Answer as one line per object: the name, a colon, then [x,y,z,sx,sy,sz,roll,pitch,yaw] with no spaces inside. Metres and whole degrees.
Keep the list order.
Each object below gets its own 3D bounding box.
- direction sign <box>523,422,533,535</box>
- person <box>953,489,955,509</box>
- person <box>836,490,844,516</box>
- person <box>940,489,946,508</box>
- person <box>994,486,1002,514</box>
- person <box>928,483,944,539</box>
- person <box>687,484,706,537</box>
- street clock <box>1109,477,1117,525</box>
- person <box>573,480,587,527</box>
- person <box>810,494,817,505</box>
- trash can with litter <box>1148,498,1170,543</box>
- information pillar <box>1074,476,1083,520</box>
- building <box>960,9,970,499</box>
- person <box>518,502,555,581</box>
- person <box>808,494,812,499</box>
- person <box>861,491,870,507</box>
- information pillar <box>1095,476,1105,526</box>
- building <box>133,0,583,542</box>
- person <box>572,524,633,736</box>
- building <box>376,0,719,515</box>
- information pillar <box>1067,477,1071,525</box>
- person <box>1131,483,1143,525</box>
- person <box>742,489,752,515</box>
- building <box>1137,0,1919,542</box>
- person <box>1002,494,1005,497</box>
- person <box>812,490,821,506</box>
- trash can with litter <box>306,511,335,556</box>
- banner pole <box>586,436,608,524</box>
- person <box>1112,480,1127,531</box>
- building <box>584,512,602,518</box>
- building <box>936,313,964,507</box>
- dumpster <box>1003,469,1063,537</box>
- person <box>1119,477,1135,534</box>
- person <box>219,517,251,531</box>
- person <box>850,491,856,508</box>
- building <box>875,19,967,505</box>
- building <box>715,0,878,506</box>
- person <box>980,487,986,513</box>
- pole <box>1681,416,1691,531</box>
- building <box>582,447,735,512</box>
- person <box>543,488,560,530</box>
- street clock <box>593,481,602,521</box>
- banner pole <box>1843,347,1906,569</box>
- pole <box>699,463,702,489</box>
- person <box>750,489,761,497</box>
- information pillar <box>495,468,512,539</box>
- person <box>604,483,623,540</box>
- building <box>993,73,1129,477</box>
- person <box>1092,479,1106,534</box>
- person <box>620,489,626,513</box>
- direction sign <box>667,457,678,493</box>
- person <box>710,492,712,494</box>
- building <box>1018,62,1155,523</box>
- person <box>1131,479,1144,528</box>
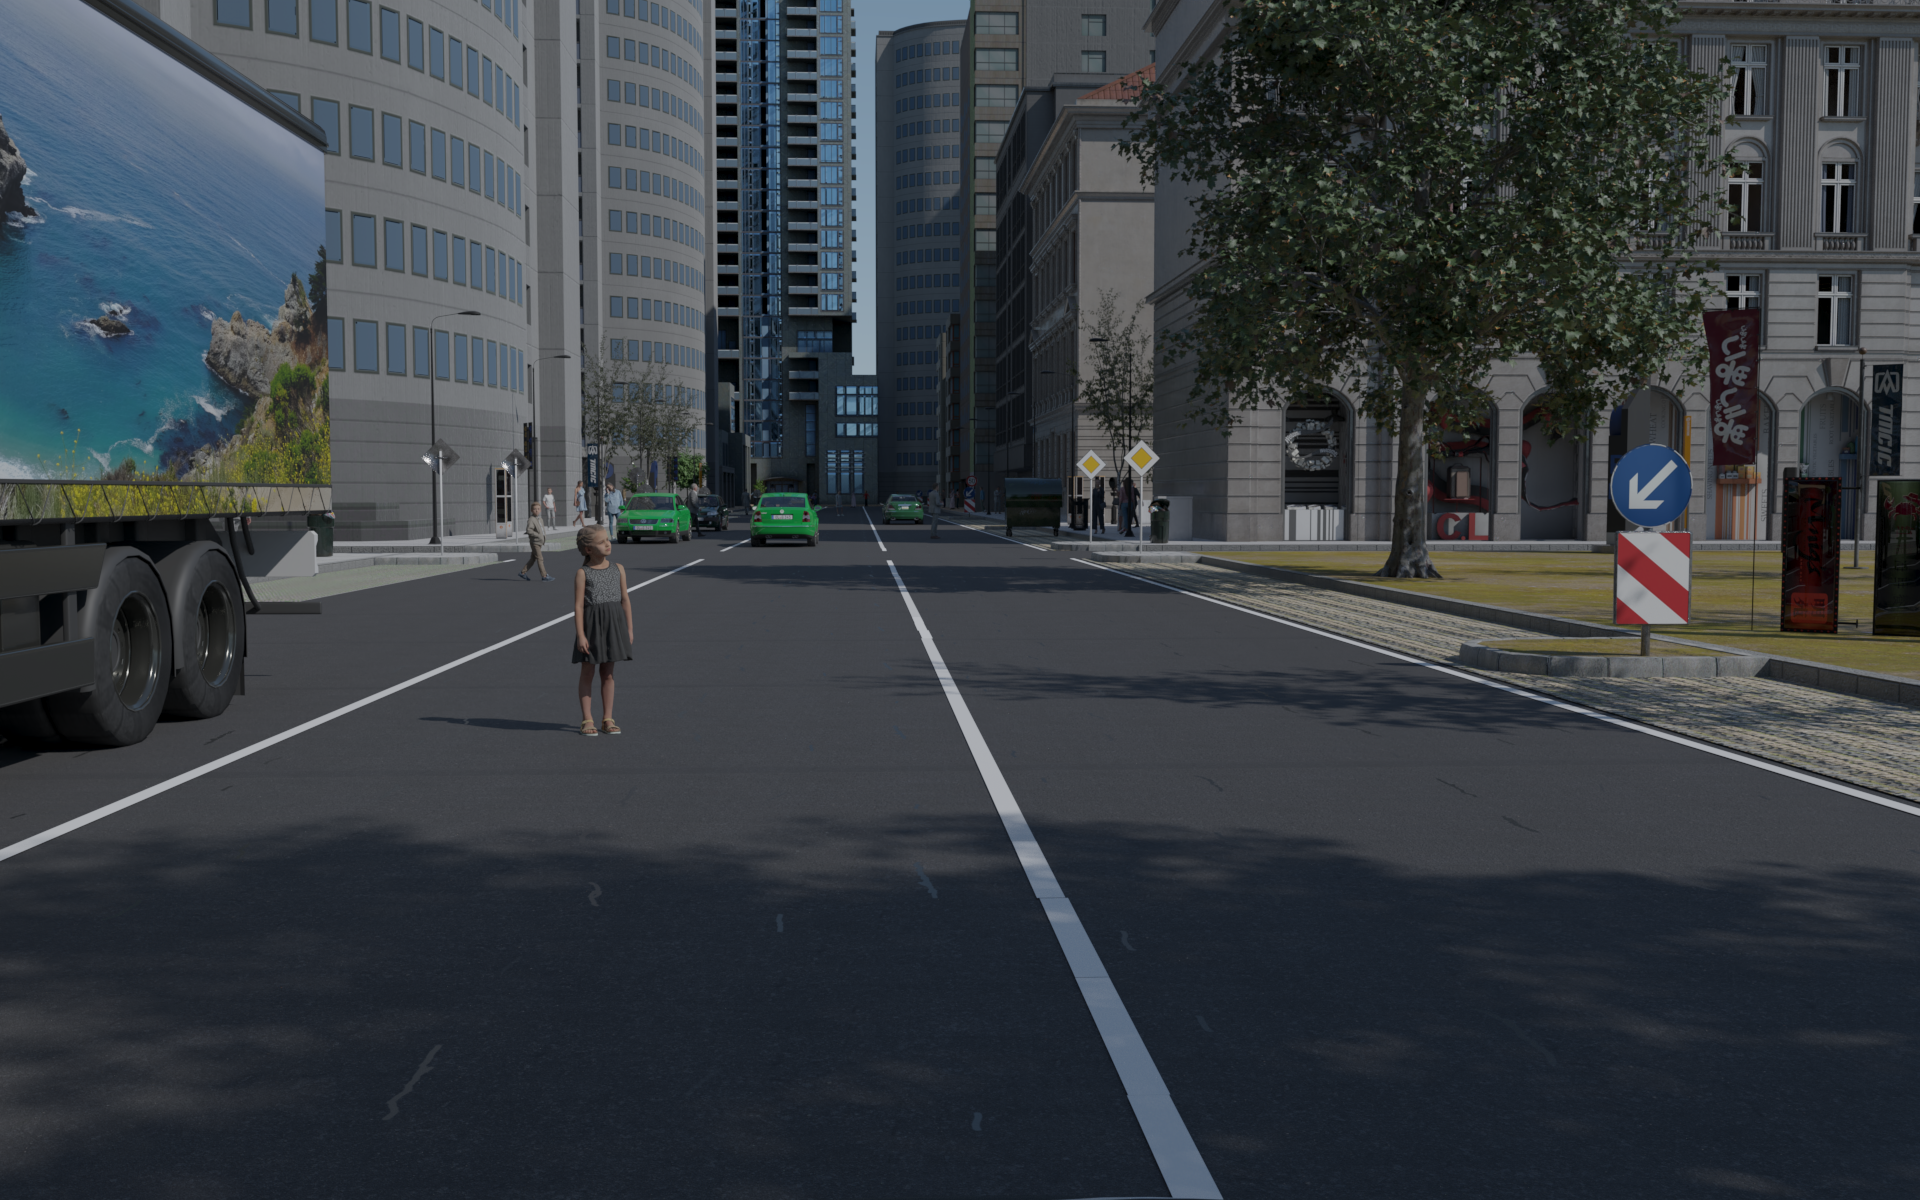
direction sign: [-13.670,-3.847,54.891,0.379,3.537,0.876,-2,4,-30]
person: [-0.478,-8.688,148.624,0.750,1.759,0.617,3,5,44]
person: [-7.906,-6.343,113.212,0.512,1.701,0.522,-3,5,-44]
person: [-1.664,-9.572,163.081,0.750,1.759,0.617,1,4,18]
person: [2.445,-6.434,111.417,0.511,1.800,0.466,-2,4,-24]
person: [-0.722,-2.881,55.803,0.583,1.804,0.606,-2,4,-30]
person: [-8.767,-2.966,57.399,0.834,1.777,0.661,-2,4,-29]
street clock: [6.490,-4.185,72.998,0.358,2.002,0.471,-2,4,-31]
person: [-14.814,-3.741,67.298,0.778,1.811,0.616,2,4,32]
person: [-12.668,-8.403,149.125,0.697,1.427,0.421,-2,4,-30]
trash can with litter: [5.115,-2.063,45.121,0.624,1.170,1.055,0,4,-5]
information pillar: [4.893,-4.089,71.340,0.304,2.012,0.304,-1,4,-9]
building: [7.321,-31.090,158.439,14.600,45.320,14.200,0,4,-3]
person: [-6.985,-0.965,28.556,0.640,1.303,0.475,0,4,2]
person: [-15.056,-9.836,172.552,0.697,1.427,0.421,-1,4,-10]
person: [-10.593,-11.412,195.020,1.348,1.831,0.705,3,5,42]
information pillar: [5.676,-4.026,70.309,0.304,2.012,0.304,-2,4,-35]
building: [-25.502,-31.465,56.450,21.231,58.520,28.212,0,4,-3]
person: [-2.135,0.171,10.373,0.362,1.253,0.373,-2,4,-31]
building: [-30.320,-36.113,132.439,21.231,58.520,28.212,0,4,-3]
information pillar: [4.696,-4.166,72.600,0.304,2.012,0.304,2,4,25]
person: [7.315,-4.016,72.269,0.480,1.755,0.524,3,4,37]
person: [-14.583,-6.721,118.496,0.694,1.812,0.767,1,4,8]
building: [18.312,-12.872,52.251,24.055,21.916,13.314,0,4,-3]
person: [3.510,-7.113,123.023,1.217,1.739,0.721,0,4,7]
person: [-13.884,-9.668,166.653,0.705,1.814,1.350,2,4,30]
trash can with litter: [-13.282,-1.462,35.294,1.055,1.170,0.624,-1,4,-18]
banner pole: [-15.774,-5.213,75.247,0.863,3.779,0.401,0,4,-6]
person: [5.561,-3.250,59.539,0.716,1.782,0.532,1,4,18]
building: [-29.890,-39.860,89.961,20.563,71.187,20.611,0,4,-3]
building: [12.019,-20.556,181.121,27.650,21.520,28.899,0,4,-3]
dumpster: [2.438,-3.260,58.245,1.985,2.255,1.502,0,4,-2]
person: [5.325,-3.002,55.140,0.555,1.821,0.388,-1,4,-23]
person: [-12.887,-1.483,30.567,0.850,1.792,0.678,2,4,26]
person: [-11.345,-10.688,183.916,0.621,1.740,0.551,0,4,6]
building: [3.765,-41.115,214.223,28.212,58.520,21.231,0,4,-3]
building: [-25.878,-55.074,213.125,31.000,86.520,22.319,0,4,-3]
person: [1.546,-6.771,117.097,0.444,1.785,0.601,1,4,23]
pole: [18.946,-3.141,45.195,0.158,3.312,0.155,0,3,0]
building: [-31.198,-43.924,156.409,20.563,71.187,20.611,0,4,-3]
person: [-14.468,-3.216,61.226,0.523,1.515,0.503,1,4,17]
street clock: [-17.323,-4.772,82.593,0.471,2.002,0.358,0,4,-6]
banner pole: [15.571,-2.414,29.489,0.863,3.779,0.401,3,4,37]
pole: [-17.111,-7.366,114.279,0.158,3.312,0.155,0,3,0]
person: [-22.447,-11.236,189.733,1.348,1.826,0.705,0,4,1]
information pillar: [-13.584,-2.887,51.698,0.304,2.012,0.304,1,4,21]
person: [-10.786,-2.771,54.078,0.793,1.790,0.793,3,4,37]
building: [10.082,-19.276,108.677,14.314,27.812,24.014,0,4,-3]
person: [4.454,-3.029,55.990,0.576,1.772,0.534,1,4,17]
person: [-22.386,-6.686,115.277,0.656,1.842,0.836,2,4,35]
direction sign: [-17.385,-6.898,104.786,0.876,3.537,0.379,2,4,34]
person: [-18.183,-7.152,126.197,0.991,1.433,0.599,1,4,21]
building: [9.643,-15.295,86.230,11.583,22.565,21.152,0,4,-3]
person: [6.513,-3.663,65.708,0.755,1.850,0.659,-2,4,-25]
